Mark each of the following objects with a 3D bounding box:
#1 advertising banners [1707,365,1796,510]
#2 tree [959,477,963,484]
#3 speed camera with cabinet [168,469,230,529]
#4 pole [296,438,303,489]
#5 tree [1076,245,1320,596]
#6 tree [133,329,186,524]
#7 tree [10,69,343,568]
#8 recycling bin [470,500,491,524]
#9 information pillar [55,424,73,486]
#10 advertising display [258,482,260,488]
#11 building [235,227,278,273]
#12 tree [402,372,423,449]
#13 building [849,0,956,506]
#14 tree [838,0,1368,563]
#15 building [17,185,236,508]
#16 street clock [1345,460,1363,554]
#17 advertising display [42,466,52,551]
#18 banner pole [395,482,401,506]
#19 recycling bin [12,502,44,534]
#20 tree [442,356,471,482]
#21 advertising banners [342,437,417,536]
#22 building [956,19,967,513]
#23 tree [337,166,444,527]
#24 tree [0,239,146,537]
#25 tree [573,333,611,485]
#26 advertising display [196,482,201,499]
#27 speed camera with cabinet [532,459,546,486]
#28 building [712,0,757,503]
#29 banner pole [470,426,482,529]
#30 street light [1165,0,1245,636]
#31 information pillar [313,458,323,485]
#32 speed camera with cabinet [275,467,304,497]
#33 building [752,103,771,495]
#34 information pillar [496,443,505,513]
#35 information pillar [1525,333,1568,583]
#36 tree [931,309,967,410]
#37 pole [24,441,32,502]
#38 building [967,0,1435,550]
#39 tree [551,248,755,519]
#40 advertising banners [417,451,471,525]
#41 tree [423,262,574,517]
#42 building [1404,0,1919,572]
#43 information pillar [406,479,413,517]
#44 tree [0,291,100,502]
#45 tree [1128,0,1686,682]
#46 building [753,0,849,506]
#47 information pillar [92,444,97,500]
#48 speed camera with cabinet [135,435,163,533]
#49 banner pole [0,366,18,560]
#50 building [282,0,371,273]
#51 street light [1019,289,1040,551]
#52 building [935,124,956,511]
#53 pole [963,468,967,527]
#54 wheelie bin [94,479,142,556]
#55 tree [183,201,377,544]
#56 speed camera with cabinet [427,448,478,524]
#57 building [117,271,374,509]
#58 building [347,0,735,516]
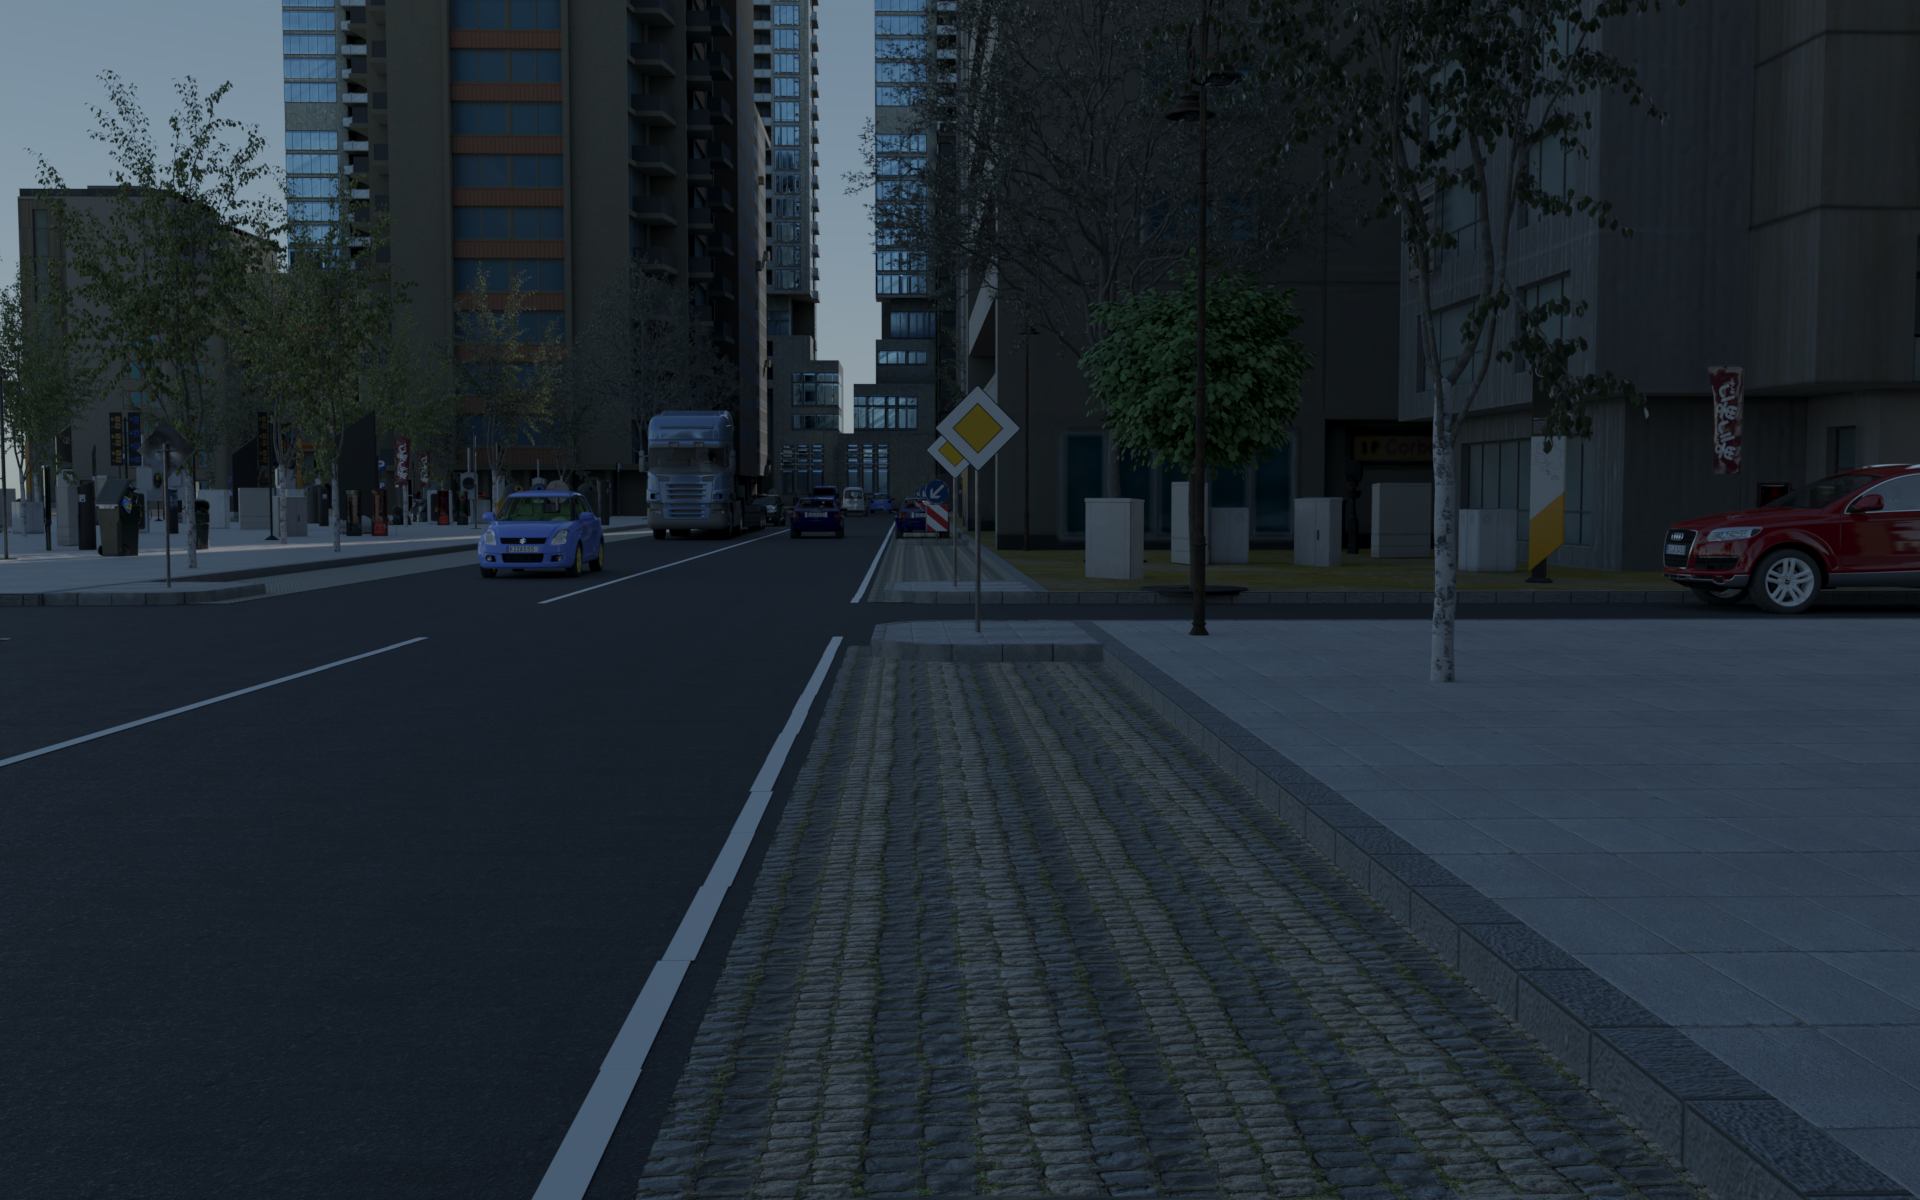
[{"bbox_3d":[11.174,-1.683,23.702,2.074,3.025,0.090,0,4,-5],"label":"advertising banners"},{"bbox_3d":[0.639,-6.558,101.830,1.663,3.219,1.824,0,3,0],"label":"tree"},{"bbox_3d":[-28.209,-4.270,64.149,2.038,3.252,0.660,-1,4,-9],"label":"speed camera with cabinet"},{"bbox_3d":[-24.015,-4.230,63.010,0.158,3.312,0.155,0,3,0],"label":"pole"},{"bbox_3d":[3.189,-2.407,23.072,4.285,4.588,4.351,0,3,0],"label":"tree"},{"bbox_3d":[-33.649,-7.583,74.350,4.360,8.622,3.978,0,3,0],"label":"tree"},{"bbox_3d":[-13.529,-4.851,29.679,4.737,8.622,4.395,0,3,0],"label":"tree"},{"bbox_3d":[-20.678,-3.801,74.695,0.722,1.027,0.722,0,4,-4],"label":"recycling bin"},{"bbox_3d":[-29.944,-4.074,57.960,0.504,3.616,0.183,-3,4,-37],"label":"information pillar"},{"bbox_3d":[-37.826,-5.381,93.187,0.123,1.923,0.974,0,4,-7],"label":"advertising display"},{"bbox_3d":[-82.812,-25.403,187.033,14.107,30.474,14.160,0,4,-2],"label":"building"},{"bbox_3d":[-28.778,-8.914,96.105,4.360,8.622,3.978,0,3,0],"label":"tree"},{"bbox_3d":[2.331,-53.789,192.125,31.000,86.520,22.319,0,4,-2],"label":"building"},{"bbox_3d":[2.851,-7.454,32.238,12.009,13.543,11.850,0,3,0],"label":"tree"},{"bbox_3d":[-79.467,-24.118,166.035,14.107,30.474,14.160,0,4,-2],"label":"building"},{"bbox_3d":[8.410,-1.984,37.002,0.358,2.002,0.471,2,4,35],"label":"street clock"},{"bbox_3d":[-20.813,-2.096,39.485,0.123,1.923,0.974,-2,4,-30],"label":"advertising display"},{"bbox_3d":[-25.147,-5.349,77.474,0.401,3.779,0.863,-2,4,-32],"label":"banner pole"},{"bbox_3d":[-30.180,-2.662,56.076,0.722,1.027,0.722,3,5,39],"label":"recycling bin"},{"bbox_3d":[-21.195,-7.102,66.477,4.737,8.622,4.395,0,3,0],"label":"tree"},{"bbox_3d":[-17.729,-3.459,52.740,2.074,3.025,0.090,0,4,-7],"label":"advertising banners"},{"bbox_3d":[10.249,-35.111,116.068,21.231,58.520,28.212,0,4,-2],"label":"building"},{"bbox_3d":[-14.054,-5.366,38.100,4.737,8.622,4.395,0,3,0],"label":"tree"},{"bbox_3d":[-28.062,-6.218,52.027,4.737,8.622,4.395,0,3,0],"label":"tree"},{"bbox_3d":[-17.068,-7.582,74.334,4.360,8.622,3.978,0,3,0],"label":"tree"},{"bbox_3d":[-39.998,-5.235,90.808,0.123,1.923,0.974,-3,5,-43],"label":"advertising display"},{"bbox_3d":[-23.221,-6.367,98.441,2.038,3.252,0.660,0,4,1],"label":"speed camera with cabinet"},{"bbox_3d":[-23.427,-29.608,134.203,14.600,45.320,14.200,0,4,-2],"label":"building"},{"bbox_3d":[-17.699,-4.481,63.276,0.401,3.779,0.863,-1,4,-20],"label":"banner pole"},{"bbox_3d":[2.175,-2.618,15.589,0.468,5.910,1.993,0,4,-2],"label":"street light"},{"bbox_3d":[-34.136,-6.171,92.244,0.504,3.616,0.183,-1,4,-22],"label":"information pillar"},{"bbox_3d":[-23.758,-4.103,61.423,0.660,3.252,2.038,-2,4,-32],"label":"speed camera with cabinet"},{"bbox_3d":[-29.751,-28.488,157.656,23.993,40.220,32.217,0,4,-2],"label":"building"},{"bbox_3d":[-20.818,-5.326,78.435,0.183,3.616,0.504,2,4,23],"label":"information pillar"},{"bbox_3d":[8.435,-2.050,24.875,0.504,3.616,0.183,2,4,35],"label":"information pillar"},{"bbox_3d":[1.062,-7.029,65.288,4.360,8.622,3.978,0,3,0],"label":"tree"},{"bbox_3d":[-36.023,-4.474,66.997,0.158,3.312,0.155,0,3,0],"label":"pole"},{"bbox_3d":[11.186,-26.004,48.872,21.300,48.544,21.600,0,4,-2],"label":"building"},{"bbox_3d":[-15.725,-10.846,87.709,12.009,13.543,11.850,0,3,0],"label":"tree"},{"bbox_3d":[-21.173,-4.577,71.016,2.074,3.025,0.090,-1,4,-15],"label":"advertising banners"},{"bbox_3d":[-14.837,-6.458,55.952,4.360,8.622,3.978,0,3,0],"label":"tree"},{"bbox_3d":[16.755,-21.221,30.562,14.086,41.232,14.154,0,4,-2],"label":"building"},{"bbox_3d":[-26.030,-4.722,81.700,0.304,2.012,0.304,2,4,34],"label":"information pillar"},{"bbox_3d":[-33.379,-6.878,62.812,4.360,8.622,3.978,0,3,0],"label":"tree"},{"bbox_3d":[3.142,-3.736,11.451,4.360,8.622,3.978,0,3,0],"label":"tree"},{"bbox_3d":[-28.653,-53.730,191.152,31.000,86.520,22.319,0,4,-2],"label":"building"},{"bbox_3d":[-40.540,-5.492,81.149,0.183,3.616,0.504,-1,4,-15],"label":"information pillar"},{"bbox_3d":[-27.065,-3.840,57.113,0.660,3.252,2.038,0,4,2],"label":"speed camera with cabinet"},{"bbox_3d":[-18.941,-2.683,33.890,0.863,3.779,0.401,0,4,4],"label":"banner pole"},{"bbox_3d":[-60.397,-53.682,190.373,31.000,86.520,22.319,0,4,-2],"label":"building"},{"bbox_3d":[1.502,-4.046,38.932,0.468,5.910,1.993,0,4,-2],"label":"street light"},{"bbox_3d":[5.234,-22.418,138.237,14.160,30.474,14.107,0,4,-2],"label":"building"},{"bbox_3d":[0.208,-4.549,68.224,0.158,3.312,0.155,0,3,0],"label":"pole"},{"bbox_3d":[-17.460,-1.714,35.933,0.980,1.594,0.693,1,4,20],"label":"wheelie bin"},{"bbox_3d":[-17.261,-5.765,44.613,4.360,8.622,3.978,0,3,0],"label":"tree"},{"bbox_3d":[-21.540,-4.843,73.512,2.038,3.252,0.660,-1,4,-12],"label":"speed camera with cabinet"},{"bbox_3d":[-56.776,-19.259,159.931,28.899,21.520,27.650,0,4,-2],"label":"building"},{"bbox_3d":[-26.550,-27.990,112.256,22.147,44.769,28.867,0,4,-2],"label":"building"}]
